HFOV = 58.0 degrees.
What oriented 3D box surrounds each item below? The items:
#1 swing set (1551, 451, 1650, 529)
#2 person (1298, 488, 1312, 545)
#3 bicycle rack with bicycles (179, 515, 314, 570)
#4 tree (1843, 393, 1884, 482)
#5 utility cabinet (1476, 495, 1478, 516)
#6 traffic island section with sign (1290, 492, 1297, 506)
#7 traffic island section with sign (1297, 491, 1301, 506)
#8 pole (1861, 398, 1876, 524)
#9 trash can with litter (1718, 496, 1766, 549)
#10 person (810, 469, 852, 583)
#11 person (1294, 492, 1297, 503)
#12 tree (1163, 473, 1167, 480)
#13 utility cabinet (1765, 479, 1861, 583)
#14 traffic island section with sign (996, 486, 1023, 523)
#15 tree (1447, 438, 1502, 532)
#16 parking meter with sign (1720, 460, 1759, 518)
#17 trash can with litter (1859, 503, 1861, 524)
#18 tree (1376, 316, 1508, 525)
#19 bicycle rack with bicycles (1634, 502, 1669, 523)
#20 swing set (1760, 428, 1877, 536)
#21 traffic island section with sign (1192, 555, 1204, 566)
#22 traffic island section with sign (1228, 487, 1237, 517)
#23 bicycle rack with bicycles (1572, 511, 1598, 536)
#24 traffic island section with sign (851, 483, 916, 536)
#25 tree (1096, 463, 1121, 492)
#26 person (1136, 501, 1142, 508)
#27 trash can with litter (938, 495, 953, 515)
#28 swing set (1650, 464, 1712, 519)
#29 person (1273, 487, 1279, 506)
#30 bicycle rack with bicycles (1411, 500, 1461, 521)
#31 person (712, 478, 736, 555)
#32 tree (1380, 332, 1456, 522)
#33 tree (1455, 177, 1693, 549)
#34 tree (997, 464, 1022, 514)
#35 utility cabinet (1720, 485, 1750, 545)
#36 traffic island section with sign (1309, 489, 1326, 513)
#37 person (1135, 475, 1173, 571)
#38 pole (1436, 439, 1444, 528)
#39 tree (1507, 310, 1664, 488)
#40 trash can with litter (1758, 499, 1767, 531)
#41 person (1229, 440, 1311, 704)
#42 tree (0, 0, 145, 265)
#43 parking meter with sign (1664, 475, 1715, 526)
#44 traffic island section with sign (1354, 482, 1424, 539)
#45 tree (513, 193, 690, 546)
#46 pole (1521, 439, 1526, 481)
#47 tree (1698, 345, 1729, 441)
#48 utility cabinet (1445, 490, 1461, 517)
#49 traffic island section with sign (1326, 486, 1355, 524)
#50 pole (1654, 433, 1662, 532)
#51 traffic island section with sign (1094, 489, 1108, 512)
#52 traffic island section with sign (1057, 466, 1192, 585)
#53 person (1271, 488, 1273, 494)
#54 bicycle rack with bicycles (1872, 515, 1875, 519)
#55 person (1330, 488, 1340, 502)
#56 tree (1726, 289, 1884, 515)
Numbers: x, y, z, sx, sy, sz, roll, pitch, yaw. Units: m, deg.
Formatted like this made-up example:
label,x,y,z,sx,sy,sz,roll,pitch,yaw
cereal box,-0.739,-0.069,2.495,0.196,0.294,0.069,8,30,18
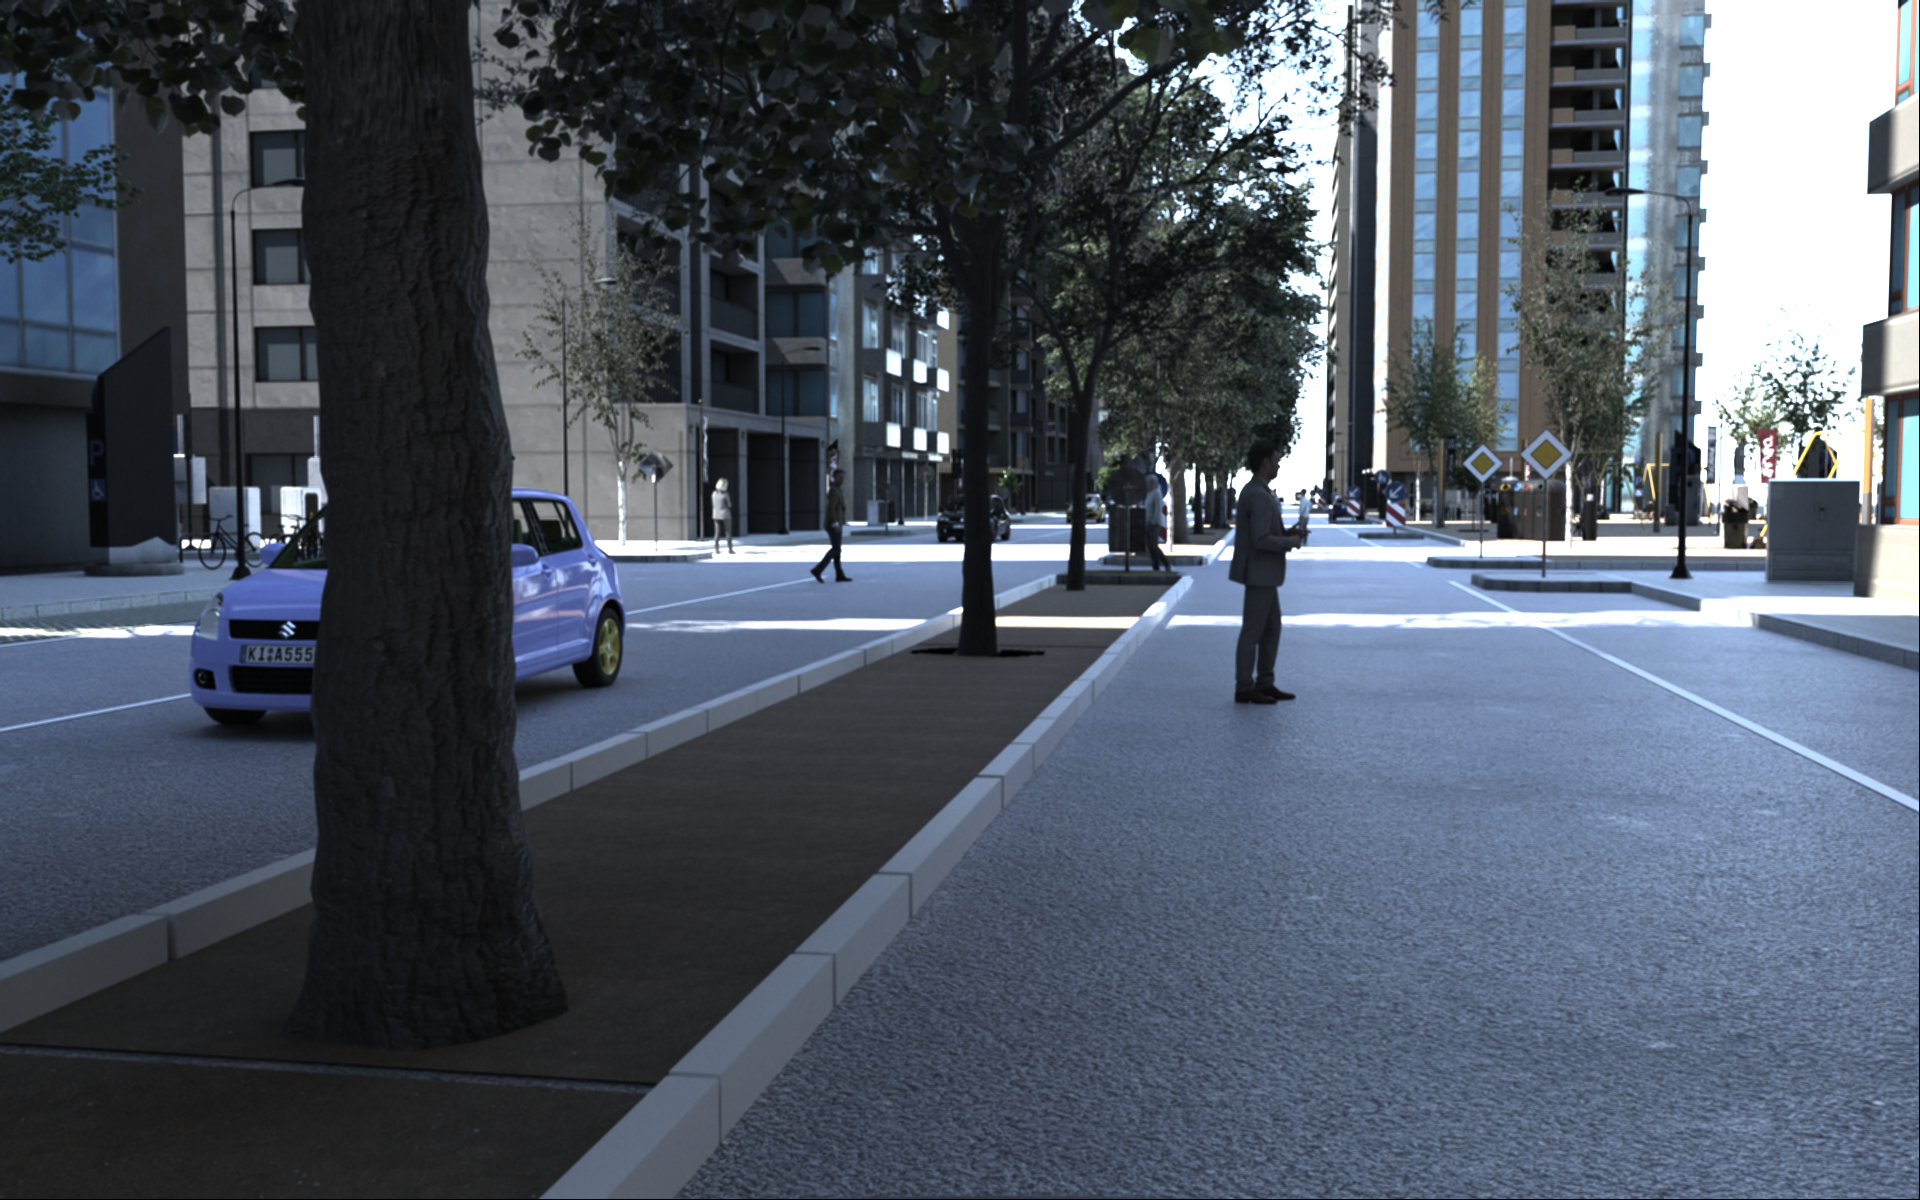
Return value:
label,x,y,z,sx,sy,sz,roll,pitch,yaw
swing set,23.039,-4.045,63.759,2.862,2.851,3.119,-1,4,-16
person,9.662,-2.347,48.688,0.589,1.601,0.330,-3,5,-41
bicycle rack with bicycles,-11.842,-1.003,29.786,2.852,0.926,2.925,1,4,11
tree,45.797,-8.229,84.899,4.360,8.622,3.978,0,3,0
utility cabinet,30.982,-5.642,103.405,0.306,1.237,1.020,1,4,11
traffic island section with sign,41.929,-12.517,213.277,1.989,1.847,2.006,1,4,10
traffic island section with sign,32.385,-9.237,159.659,1.989,1.847,2.006,1,4,10
pole,19.360,-2.635,36.931,0.158,3.312,0.155,0,3,0
trash can with litter,18.309,-1.775,40.405,1.055,1.170,0.624,0,4,3
person,-2.056,-1.207,28.138,0.836,1.842,0.656,-3,4,-37
person,50.826,-15.517,262.217,1.348,1.822,0.705,-1,4,-14
tree,31.562,-17.490,269.679,4.285,4.588,4.351,0,3,0
utility cabinet,12.283,-0.996,24.957,1.173,1.500,0.318,1,4,18
traffic island section with sign,2.122,-4.768,86.583,1.989,1.847,2.006,1,4,10
tree,17.498,-3.963,59.402,1.663,3.219,1.824,0,3,0
parking meter with sign,40.267,-5.704,89.513,1.738,3.016,0.543,3,5,43
trash can with litter,27.403,-2.554,53.147,1.055,1.170,0.624,-3,5,-40
tree,19.291,-7.356,70.634,4.737,8.622,4.395,0,3,0
bicycle rack with bicycles,32.077,-3.985,78.542,2.925,0.926,2.852,0,4,-6
swing set,21.531,-2.742,42.460,2.862,2.851,3.119,1,4,9
traffic island section with sign,3.965,-1.665,35.355,2.006,1.907,1.989,1,4,10
traffic island section with sign,17.135,-6.190,109.335,2.006,1.907,1.989,1,4,10
bicycle rack with bicycles,18.213,-2.457,53.557,2.925,0.926,2.852,0,4,4
traffic island section with sign,-2.600,-3.145,60.043,1.989,1.847,2.006,1,4,10
tree,17.205,-12.430,186.939,4.285,4.588,4.351,0,3,0
person,10.675,-5.744,102.637,0.478,1.798,0.641,-2,4,-27
trash can with litter,-0.657,-5.958,108.475,1.678,1.210,2.233,-2,4,-24
swing set,37.403,-5.713,91.027,3.119,2.851,2.862,0,4,-1
person,18.278,-5.611,100.250,0.388,1.821,0.555,2,4,32
bicycle rack with bicycles,23.047,-4.297,83.631,2.852,0.926,2.925,1,4,16
person,-5.582,-1.961,40.754,0.537,1.800,0.526,3,4,38
tree,20.840,-7.803,77.941,4.360,8.622,3.978,0,3,0
tree,14.361,-5.496,40.227,4.360,8.622,3.978,0,3,0
tree,3.254,-7.059,110.022,1.663,3.219,1.824,0,3,0
utility cabinet,19.008,-2.071,42.535,0.318,1.500,1.173,0,4,7
traffic island section with sign,27.611,-7.603,132.932,1.989,1.847,2.006,1,4,10
person,3.352,-1.281,29.933,0.515,1.767,0.782,-1,4,-13
pole,17.931,-4.333,64.682,0.158,3.312,0.155,0,3,0
tree,25.119,-7.218,68.379,4.737,8.622,4.395,0,3,0
trash can with litter,28.684,-2.999,60.086,2.233,1.210,1.678,0,4,3
person,2.145,-0.194,11.877,0.583,1.804,0.606,0,4,-2
tree,-12.228,-5.637,17.913,9.928,11.665,9.643,0,3,0
parking meter with sign,29.289,-4.486,69.607,1.738,3.016,0.543,1,4,13
traffic island section with sign,13.921,-2.899,56.024,1.989,1.847,2.006,1,4,10
tree,-8.397,-5.606,42.013,4.360,8.622,3.978,0,3,0
pole,20.941,-4.316,64.406,0.158,3.312,0.155,0,3,0
tree,36.468,-7.956,80.441,4.737,8.622,4.395,0,3,0
utility cabinet,26.882,-5.262,94.708,0.318,1.500,1.173,-2,4,-25
traffic island section with sign,18.773,-4.568,83.310,1.989,1.847,2.006,1,4,10
pole,23.343,-3.919,57.917,0.158,3.312,0.155,0,3,0
traffic island section with sign,10.902,-7.783,135.885,1.989,1.847,2.006,1,4,10
traffic island section with sign,2.656,-1.219,28.064,2.006,1.907,1.989,1,4,10
person,14.739,-4.446,82.202,0.522,1.701,0.512,0,4,-8
bicycle rack with bicycles,31.333,-2.641,56.568,2.925,0.926,2.852,1,4,13
person,22.873,-5.916,105.431,0.606,1.804,0.583,2,4,29
tree,30.783,-6.887,62.970,4.737,8.622,4.395,0,3,0
